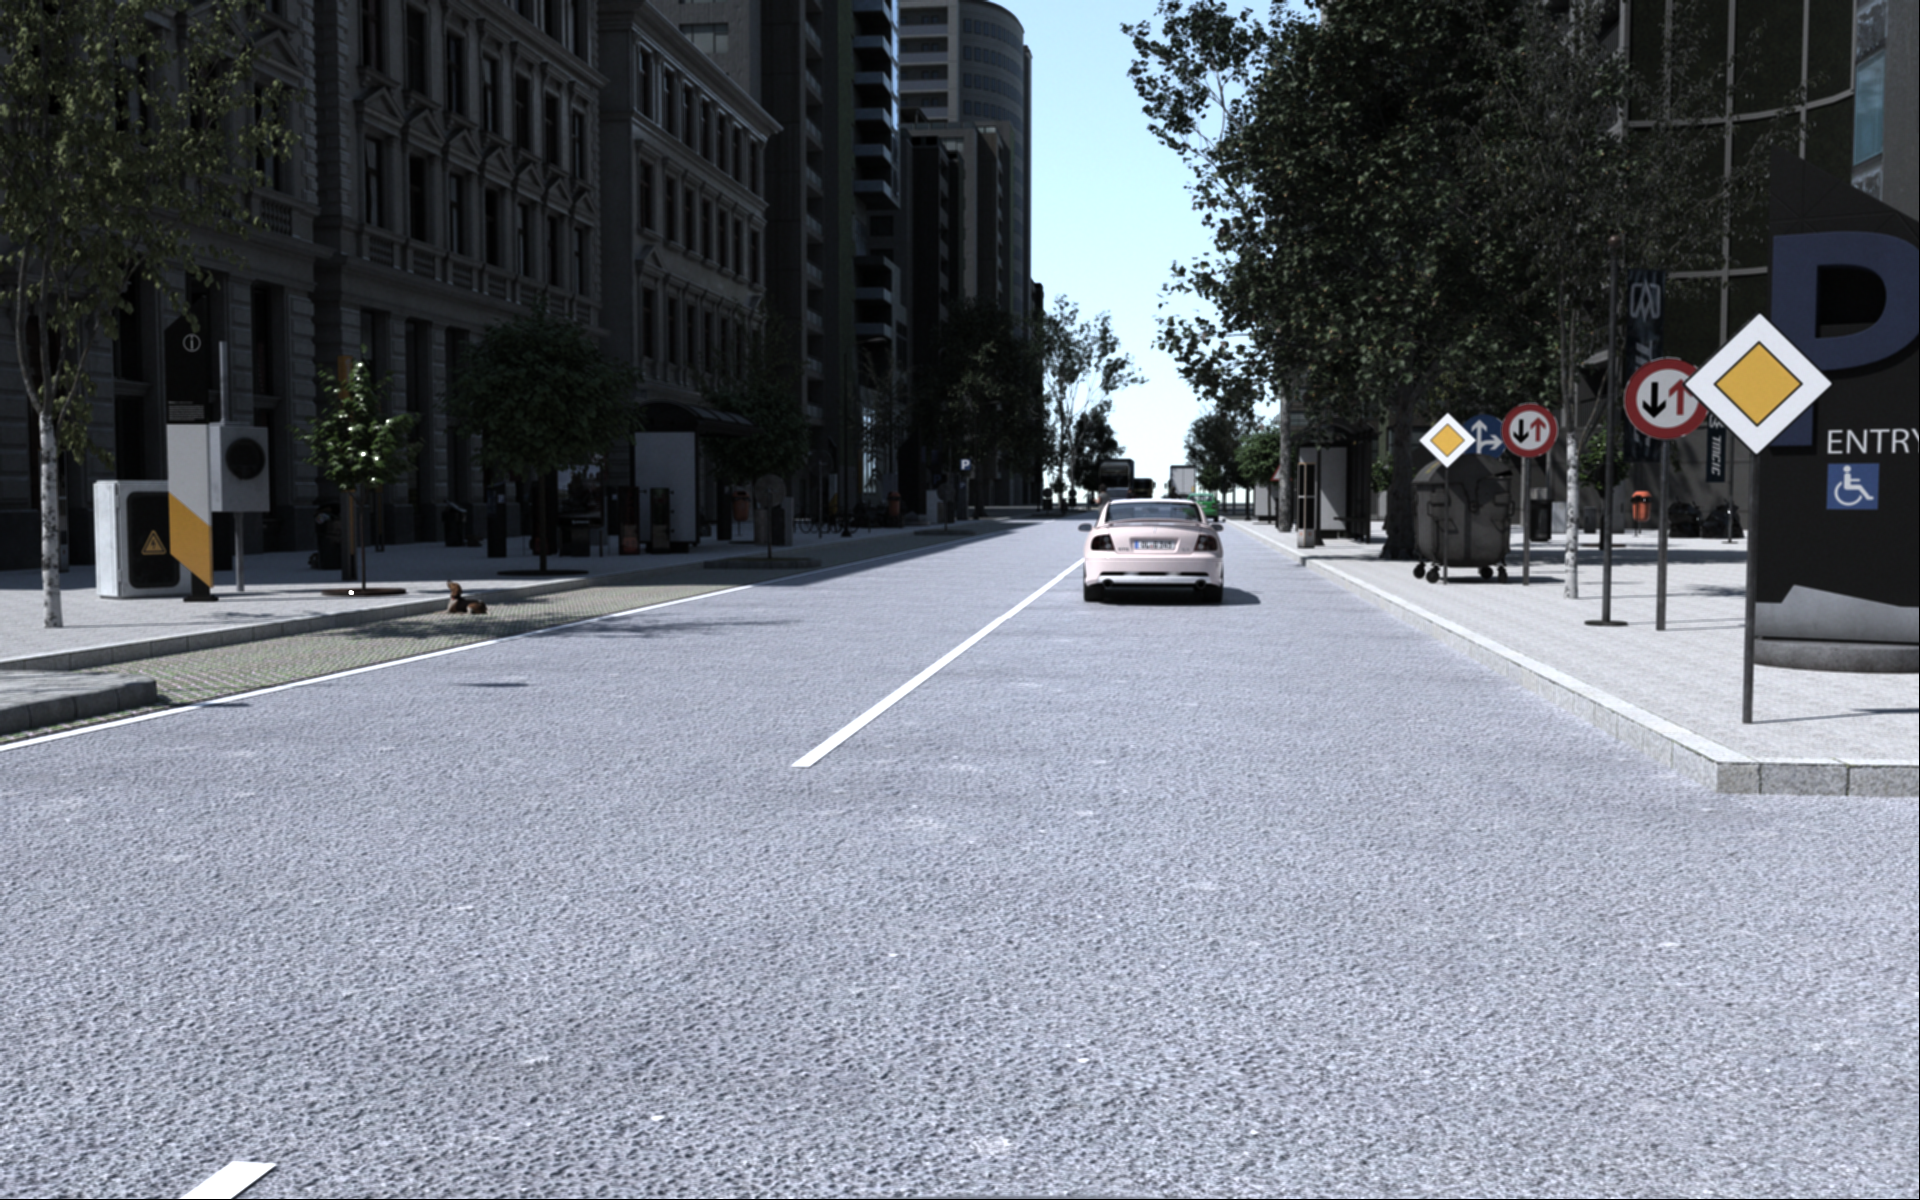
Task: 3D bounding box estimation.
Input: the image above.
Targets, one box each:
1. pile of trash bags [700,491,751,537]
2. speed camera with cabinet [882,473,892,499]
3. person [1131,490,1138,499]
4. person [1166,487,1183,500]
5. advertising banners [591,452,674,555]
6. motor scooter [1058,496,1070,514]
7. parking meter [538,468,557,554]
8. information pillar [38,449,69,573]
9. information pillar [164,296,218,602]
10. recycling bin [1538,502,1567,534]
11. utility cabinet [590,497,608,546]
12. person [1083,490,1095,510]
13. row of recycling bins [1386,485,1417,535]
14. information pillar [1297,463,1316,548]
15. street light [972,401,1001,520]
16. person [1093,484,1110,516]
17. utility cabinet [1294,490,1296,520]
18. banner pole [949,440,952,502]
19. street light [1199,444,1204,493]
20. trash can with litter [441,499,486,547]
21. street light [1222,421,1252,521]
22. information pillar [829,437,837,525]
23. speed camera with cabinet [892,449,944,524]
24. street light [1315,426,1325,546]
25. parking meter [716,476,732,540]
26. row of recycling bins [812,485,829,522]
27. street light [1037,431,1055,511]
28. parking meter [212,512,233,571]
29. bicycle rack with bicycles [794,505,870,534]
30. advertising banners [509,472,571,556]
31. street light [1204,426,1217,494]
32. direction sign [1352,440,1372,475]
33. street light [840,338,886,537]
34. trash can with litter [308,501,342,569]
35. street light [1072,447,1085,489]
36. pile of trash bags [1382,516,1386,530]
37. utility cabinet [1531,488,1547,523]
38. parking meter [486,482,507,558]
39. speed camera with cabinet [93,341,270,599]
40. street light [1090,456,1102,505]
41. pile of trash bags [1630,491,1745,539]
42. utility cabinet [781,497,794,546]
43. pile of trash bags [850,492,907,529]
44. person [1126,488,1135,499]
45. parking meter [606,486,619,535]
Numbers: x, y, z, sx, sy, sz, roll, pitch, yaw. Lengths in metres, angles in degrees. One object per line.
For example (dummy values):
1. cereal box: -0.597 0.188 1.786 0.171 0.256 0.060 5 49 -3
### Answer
1. pile of trash bags: -8.079 -2.632 52.785 3.447 1.369 1.912 -1 4 -19
2. speed camera with cabinet: -2.670 -5.021 76.421 0.660 3.252 2.038 2 4 29
3. person: 11.112 -6.292 112.305 0.756 1.711 0.436 2 4 25
4. person: 12.618 -5.729 102.179 1.348 1.823 0.705 -1 4 -21
5. advertising banners: -6.933 -2.458 36.377 2.074 3.025 0.090 -3 5 -41
6. motor scooter: 7.392 -6.725 122.733 0.815 1.314 1.986 1 4 9
7. parking meter: -8.821 -1.916 37.041 0.255 1.863 0.399 -3 5 -40
8. information pillar: -14.754 -1.450 28.199 0.304 2.012 0.304 0 4 -1
9. information pillar: -9.150 -1.788 20.582 0.504 3.616 0.183 0 4 -1
10. recycling bin: 19.190 -2.662 56.081 0.722 1.027 0.722 0 4 3
11. utility cabinet: -9.166 -1.983 43.588 0.306 1.237 1.020 -2 4 -29
12. person: 11.827 -9.196 158.936 1.350 1.814 0.705 3 4 37
13. row of recycling bins: 14.632 -2.824 53.288 1.069 1.692 3.534 -3 5 -40
14. information pillar: 8.207 -2.234 41.010 0.304 2.012 0.304 -2 4 -23
15. street light: 1.335 -6.999 86.972 1.470 5.913 1.316 0 4 7
16. person: 4.882 -3.052 58.760 0.716 1.782 0.532 -2 4 -35
17. utility cabinet: 15.870 -4.570 83.396 1.173 1.500 0.318 -2 4 -27
18. banner pole: -0.452 -5.488 79.738 0.401 3.779 0.863 0 4 3
19. street light: 22.864 -11.468 160.043 1.470 5.913 1.316 0 4 7
20. trash can with litter: -12.079 -1.885 42.204 1.055 1.170 0.624 1 4 10
21. street light: 13.389 -6.795 83.646 1.470 5.913 1.316 0 4 7
22. information pillar: -5.200 -4.856 70.756 0.183 3.616 0.504 -3 4 -39
23. speed camera with cabinet: -1.734 -4.835 73.380 2.038 3.252 0.660 -1 4 -9
24. street light: 8.342 -4.300 42.849 1.470 5.913 1.316 0 4 7
25. parking meter: -6.546 -2.594 48.123 0.255 1.863 0.399 3 4 38
26. row of recycling bins: -6.453 -4.525 81.104 1.069 1.692 3.534 0 4 -5
27. street light: 6.348 -9.515 128.112 1.470 5.913 1.316 0 4 7
28. parking meter: -12.432 -1.264 29.076 0.372 1.533 0.369 0 3 0
29. bicycle rack with bicycles: -4.239 -2.686 57.303 2.852 0.926 2.925 -3 5 -43
30. advertising banners: -8.736 -2.447 36.196 2.074 3.025 0.090 2 4 28
31. street light: 17.689 -8.955 118.953 1.470 5.913 1.316 0 4 7
32. direction sign: 16.323 -4.808 70.600 0.876 3.537 0.379 1 4 18
33. street light: -2.884 -4.849 51.827 1.470 5.913 1.316 0 4 7
34. trash can with litter: -10.872 -1.114 29.600 0.624 1.170 1.055 -3 5 -42
35. street light: 11.581 -12.068 169.849 1.470 5.913 1.316 0 4 7
36. pile of trash bags: 16.895 -3.203 62.116 3.447 1.369 1.912 -2 4 -34
37. utility cabinet: 20.833 -3.289 62.451 0.318 1.500 1.173 0 4 3
38. parking meter: -9.373 -1.628 35.024 0.372 1.533 0.369 0 3 0
39. speed camera with cabinet: -9.815 -1.685 21.892 0.660 3.252 2.038 3 4 37
40. street light: 16.560 -14.564 210.656 1.470 5.913 1.316 0 4 7
41. pile of trash bags: 21.412 -2.535 51.206 1.912 1.369 3.447 -3 4 -36
42. utility cabinet: -4.269 -1.938 42.852 0.306 1.237 1.020 0 4 -4
43. pile of trash bags: -2.920 -3.423 65.726 1.912 1.369 3.447 -1 4 -20
44. person: 9.498 -5.325 96.016 0.568 1.767 0.683 1 4 21
45. parking meter: -10.805 -2.781 53.875 0.372 1.533 0.369 0 3 0
